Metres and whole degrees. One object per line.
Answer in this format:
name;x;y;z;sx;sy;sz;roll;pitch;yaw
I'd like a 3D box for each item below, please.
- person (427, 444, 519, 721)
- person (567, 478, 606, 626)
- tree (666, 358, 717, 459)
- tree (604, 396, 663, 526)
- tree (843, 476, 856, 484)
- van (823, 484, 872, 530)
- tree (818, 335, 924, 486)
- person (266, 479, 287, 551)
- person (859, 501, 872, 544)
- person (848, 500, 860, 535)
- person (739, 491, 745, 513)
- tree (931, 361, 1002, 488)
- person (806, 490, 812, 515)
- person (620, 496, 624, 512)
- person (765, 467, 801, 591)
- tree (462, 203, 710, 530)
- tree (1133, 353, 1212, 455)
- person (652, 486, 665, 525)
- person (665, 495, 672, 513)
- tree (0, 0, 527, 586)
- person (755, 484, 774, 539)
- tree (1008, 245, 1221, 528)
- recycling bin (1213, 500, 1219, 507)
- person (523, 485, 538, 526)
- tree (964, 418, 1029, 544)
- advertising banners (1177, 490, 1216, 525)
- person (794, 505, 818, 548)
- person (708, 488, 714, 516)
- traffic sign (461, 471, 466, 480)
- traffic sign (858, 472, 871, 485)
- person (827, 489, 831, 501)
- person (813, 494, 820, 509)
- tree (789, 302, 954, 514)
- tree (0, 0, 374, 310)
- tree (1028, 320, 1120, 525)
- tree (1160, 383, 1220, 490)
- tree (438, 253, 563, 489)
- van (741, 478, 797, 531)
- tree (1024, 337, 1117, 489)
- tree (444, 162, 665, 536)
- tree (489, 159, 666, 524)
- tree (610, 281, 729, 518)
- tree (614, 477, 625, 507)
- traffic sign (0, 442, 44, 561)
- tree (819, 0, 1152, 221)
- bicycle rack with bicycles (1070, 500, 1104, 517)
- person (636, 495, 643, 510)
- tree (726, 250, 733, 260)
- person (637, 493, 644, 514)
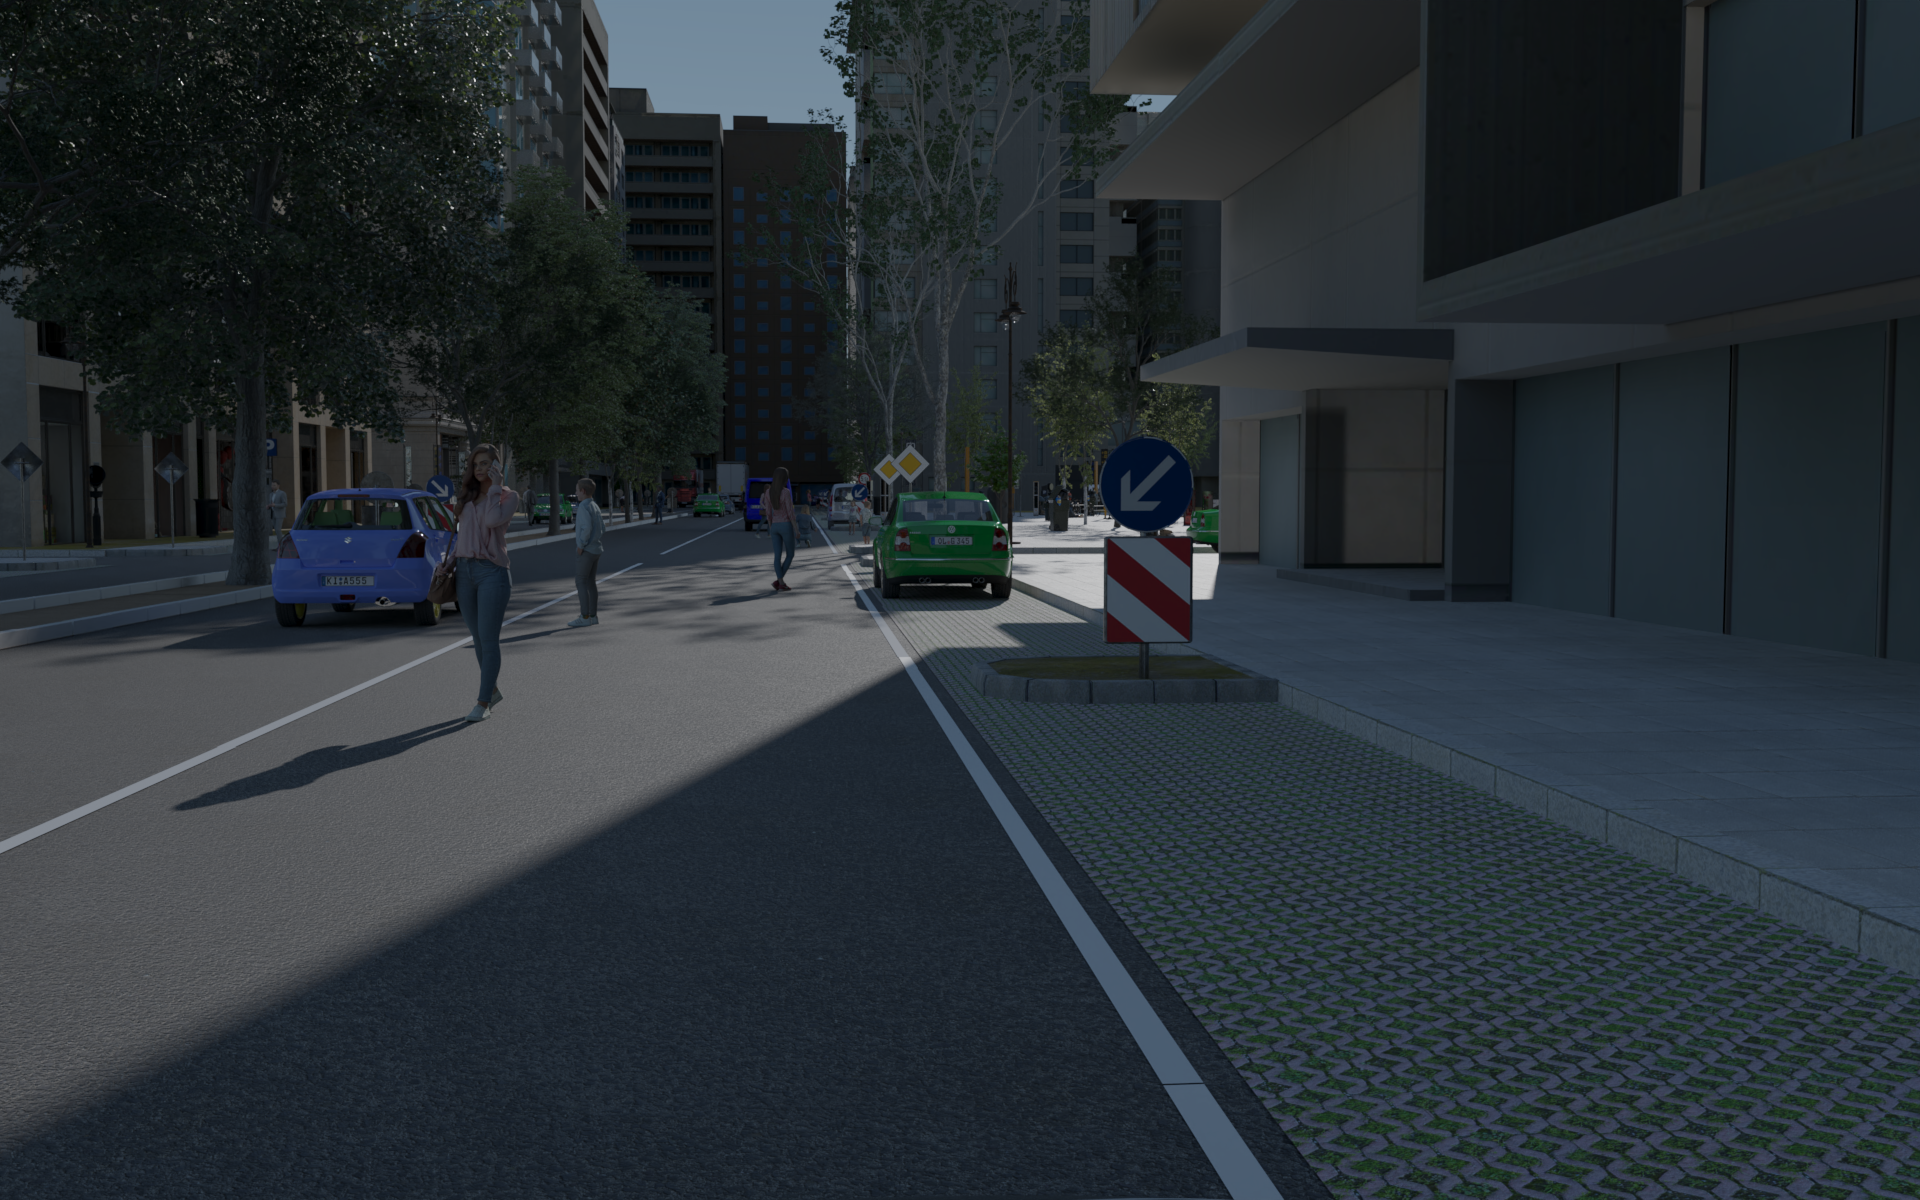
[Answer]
person;-3.058;-0.125;11.138;0.593;1.750;0.643;1;4;22
person;-4.094;-0.533;19.023;0.330;1.601;0.589;1;4;16
tree;-15.929;-8.941;83.047;8.767;10.594;7.601;0;4;-5
tree;-15.529;-7.587;76.859;4.737;8.622;4.395;0;3;0
tree;-10.364;-10.017;158.385;1.663;3.219;1.824;0;3;0
van;-4.583;-3.896;70.715;2.013;2.044;4.112;0;4;-5
tree;-6.365;-12.511;122.680;7.486;12.596;7.792;0;3;0
person;-17.198;-2.126;43.454;0.606;1.804;0.583;2;4;24
person;-2.499;-1.993;45.776;0.332;1.250;0.352;1;4;14
person;-3.642;-2.837;59.906;0.505;1.210;0.382;1;4;17
person;-16.706;-7.533;133.135;0.593;1.643;0.415;-1;4;-13
tree;0.383;-8.929;96.358;4.737;8.622;4.395;0;3;0
person;-10.472;-6.842;121.083;0.721;1.743;1.217;0;4;2
person;-26.362;-7.596;135.887;0.628;1.438;0.799;0;4;1
person;-2.610;-1.046;25.610;0.555;1.821;0.388;1;4;21
tree;-14.835;-9.088;68.050;9.611;12.733;9.660;0;3;0
tree;10.564;-8.328;86.522;4.360;8.622;3.978;0;3;0
person;-14.103;-4.434;81.174;0.721;1.800;0.419;3;5;43
person;-22.179;-7.502;131.873;0.721;1.735;1.217;2;4;26
tree;-11.207;-7.208;26.959;9.857;13.997;8.962;0;3;0
person;-6.289;-2.861;55.861;0.643;1.750;0.593;3;5;40
tree;6.039;-8.033;65.750;8.767;10.594;7.601;0;4;-5
recycling bin;11.445;-4.018;78.242;0.722;1.027;0.722;-1;4;-11
person;-19.351;-4.248;78.056;0.679;1.850;0.850;0;4;-3
tree;0.916;-3.050;44.464;1.663;3.219;1.824;0;3;0
advertising banners;9.467;-4.589;71.220;2.074;3.025;0.090;0;3;0
person;-4.298;-1.989;46.511;1.012;1.151;0.738;-1;4;-10
person;-16.082;-6.317;111.556;0.659;1.850;0.755;1;4;10
traffic sign;-24.870;-5.357;87.699;0.768;2.556;0.104;0;4;-5
traffic sign;-5.631;-6.243;102.182;0.768;2.556;0.104;0;4;-1
person;-10.556;-8.044;140.028;0.705;1.823;1.348;-1;4;-21
person;-12.463;-8.496;150.640;0.697;1.427;0.421;2;4;35
tree;-5.798;-12.263;110.866;12.009;13.543;11.850;0;3;0
tree;-10.000;-4.941;17.658;8.767;10.594;7.601;0;4;-5
tree;5.058;-7.471;72.511;4.737;8.622;4.395;0;3;0
tree;14.508;-9.887;112.022;4.737;8.622;4.395;0;3;0
tree;-13.712;-6.035;51.491;4.360;8.622;3.978;0;3;0
van;-7.548;-3.920;68.476;2.240;2.365;5.245;0;4;-6
tree;4.931;-7.825;78.306;4.360;8.622;3.978;0;3;0
tree;-14.062;-8.494;59.456;7.486;12.596;7.792;0;3;0
tree;-12.484;-6.615;45.018;8.767;10.594;7.601;0;4;-5
tree;-18.308;-11.928;104.141;9.857;13.997;8.962;0;3;0
tree;-34.695;-11.102;176.116;1.663;3.219;1.824;0;3;0
traffic sign;-18.024;-1.815;33.314;0.795;2.450;0.064;0;4;-5
tree;-0.018;-12.065;53.155;12.611;20.169;13.585;0;3;0
bicycle rack with bicycles;6.984;-5.250;99.225;2.852;0.926;2.925;2;4;28
person;-28.613;-8.924;154.280;0.709;1.838;0.599;1;4;16
tree;-4.824;-14.103;86.478;12.611;20.169;13.585;0;3;0
person;-23.418;-7.257;126.776;0.705;1.869;1.348;-2;4;-24
